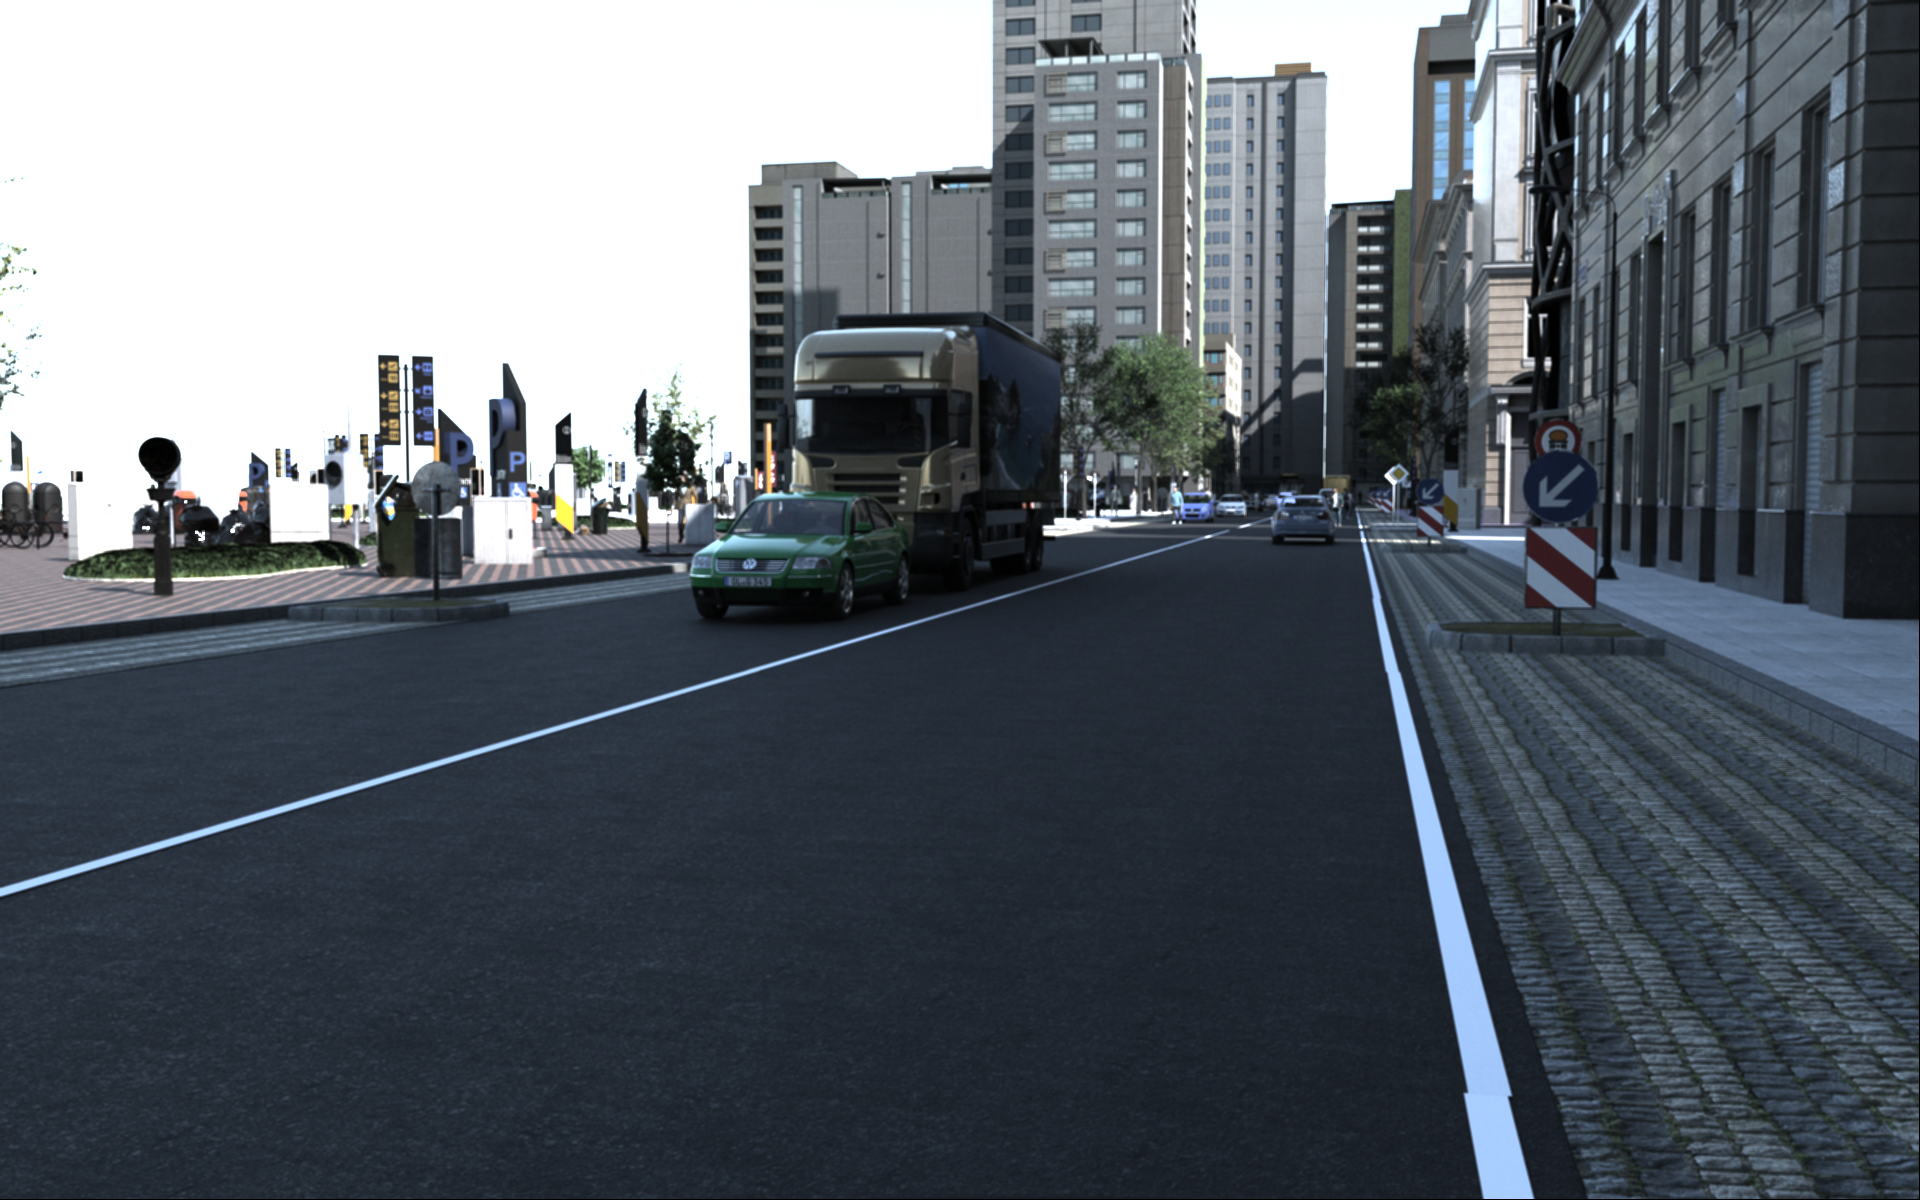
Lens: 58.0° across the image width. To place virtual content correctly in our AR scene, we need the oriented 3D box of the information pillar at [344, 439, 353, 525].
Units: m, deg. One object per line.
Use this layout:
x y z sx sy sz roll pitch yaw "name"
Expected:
-25.108 -4.876 71.084 0.183 3.616 0.504 1 4 22 "information pillar"

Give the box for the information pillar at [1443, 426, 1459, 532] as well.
16.750 -4.139 59.029 0.504 3.616 0.183 1 4 9 "information pillar"

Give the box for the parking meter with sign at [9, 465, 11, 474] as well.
-55.767 -6.475 102.134 0.543 3.016 1.738 -2 4 -25 "parking meter with sign"

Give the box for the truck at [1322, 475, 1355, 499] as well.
38.668 -11.101 177.430 3.469 3.379 9.791 1 4 14 "truck"

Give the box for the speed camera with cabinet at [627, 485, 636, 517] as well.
-18.339 -6.373 98.527 0.660 3.252 2.038 -2 4 -30 "speed camera with cabinet"

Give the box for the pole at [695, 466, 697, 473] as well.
-18.892 -7.959 123.979 0.158 3.312 0.155 0 3 0 "pole"

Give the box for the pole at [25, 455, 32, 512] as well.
-49.204 -5.972 91.491 0.158 3.312 0.155 0 3 0 "pole"

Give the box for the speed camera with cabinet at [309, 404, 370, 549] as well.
-14.074 -2.684 38.211 2.038 3.252 0.660 2 4 30 "speed camera with cabinet"

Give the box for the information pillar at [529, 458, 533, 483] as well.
-28.215 -7.492 113.856 0.183 3.616 0.504 -2 4 -33 "information pillar"

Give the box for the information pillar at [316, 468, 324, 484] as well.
-17.888 -2.699 48.624 0.304 2.012 0.304 -1 4 -18 "information pillar"

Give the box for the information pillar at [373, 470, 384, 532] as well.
-17.729 -2.960 52.885 0.304 2.012 0.304 -2 4 -24 "information pillar"

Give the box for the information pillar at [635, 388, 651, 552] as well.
-6.983 -2.854 38.010 0.183 3.616 0.504 1 4 14 "information pillar"

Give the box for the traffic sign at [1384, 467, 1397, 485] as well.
18.247 -4.318 72.796 0.795 2.593 0.064 1 4 13 "traffic sign"

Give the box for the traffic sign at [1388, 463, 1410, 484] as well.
16.480 -3.842 65.008 0.795 2.593 0.064 1 4 13 "traffic sign"

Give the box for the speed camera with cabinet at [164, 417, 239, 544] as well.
-19.452 -3.060 44.367 2.038 3.252 0.660 2 4 23 "speed camera with cabinet"

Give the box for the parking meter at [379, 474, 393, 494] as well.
-16.457 -2.693 49.744 0.255 1.863 0.399 1 4 12 "parking meter"

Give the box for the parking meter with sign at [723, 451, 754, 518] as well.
-8.742 -4.527 70.279 1.738 3.016 0.543 -3 5 -43 "parking meter with sign"

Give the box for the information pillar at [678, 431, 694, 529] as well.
-10.187 -4.491 64.783 0.504 3.616 0.183 -3 5 -39 "information pillar"

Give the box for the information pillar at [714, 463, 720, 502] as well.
-18.568 -8.637 132.568 0.504 3.616 0.183 2 4 34 "information pillar"

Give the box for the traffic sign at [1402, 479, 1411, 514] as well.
28.795 -6.700 111.680 0.606 2.300 0.079 1 4 17 "traffic sign"

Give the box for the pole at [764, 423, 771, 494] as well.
-5.562 -3.441 50.106 0.158 3.312 0.155 0 3 0 "pole"

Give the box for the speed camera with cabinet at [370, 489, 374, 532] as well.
-19.272 -3.819 56.777 0.660 3.252 2.038 3 4 37 "speed camera with cabinet"

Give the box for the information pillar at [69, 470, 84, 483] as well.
-26.722 -2.934 52.464 0.304 2.012 0.304 3 4 38 "information pillar"

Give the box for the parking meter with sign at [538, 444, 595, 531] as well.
-13.774 -3.936 60.622 1.738 3.016 0.543 -1 4 -14 "parking meter with sign"

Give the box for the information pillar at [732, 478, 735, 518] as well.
-10.456 -4.695 81.250 0.304 2.012 0.304 2 4 33 "information pillar"

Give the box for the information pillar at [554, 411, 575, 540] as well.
-11.092 -3.499 48.561 0.504 3.616 0.183 -1 4 -21 "information pillar"

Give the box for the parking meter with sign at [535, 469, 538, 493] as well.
-30.341 -7.741 122.819 1.738 3.016 0.543 3 5 44 "parking meter with sign"

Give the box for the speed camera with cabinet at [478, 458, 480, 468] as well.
-26.797 -6.183 95.431 0.660 3.252 2.038 -2 4 -27 "speed camera with cabinet"

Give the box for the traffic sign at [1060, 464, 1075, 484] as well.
4.104 -4.015 67.828 0.795 2.593 0.064 1 4 13 "traffic sign"

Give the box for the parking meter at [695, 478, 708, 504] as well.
-8.218 -3.015 55.009 0.399 1.863 0.255 1 4 18 "parking meter"

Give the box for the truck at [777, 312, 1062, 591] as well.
-0.317 -2.460 29.127 2.839 4.237 11.283 1 4 12 "truck"

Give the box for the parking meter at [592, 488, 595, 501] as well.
-32.398 -8.982 152.571 0.399 1.863 0.255 -2 4 -31 "parking meter"

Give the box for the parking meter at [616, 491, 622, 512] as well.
-23.918 -6.914 121.456 0.372 1.533 0.369 0 3 0 "parking meter"

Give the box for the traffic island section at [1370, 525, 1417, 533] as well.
16.504 -2.618 65.086 2.009 0.180 2.903 1 4 13 "traffic island section"

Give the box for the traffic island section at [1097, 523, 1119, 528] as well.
5.847 -3.267 75.688 2.009 0.180 2.903 1 4 13 "traffic island section"

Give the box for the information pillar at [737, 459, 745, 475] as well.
-14.524 -7.551 114.814 0.504 3.616 0.183 1 4 15 "information pillar"

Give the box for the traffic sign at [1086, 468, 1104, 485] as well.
5.871 -4.491 75.616 0.795 2.593 0.064 1 4 13 "traffic sign"

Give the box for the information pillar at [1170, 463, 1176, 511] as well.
15.804 -8.380 128.372 0.183 3.616 0.504 -2 4 -35 "information pillar"

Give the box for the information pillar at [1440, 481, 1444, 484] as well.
27.422 -5.773 98.885 0.304 2.012 0.304 1 4 9 "information pillar"

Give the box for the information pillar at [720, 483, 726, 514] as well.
-15.482 -6.649 113.195 0.304 2.012 0.304 3 5 40 "information pillar"

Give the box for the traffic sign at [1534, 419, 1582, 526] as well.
10.134 -1.792 29.405 0.768 2.556 0.104 1 4 15 "traffic sign"

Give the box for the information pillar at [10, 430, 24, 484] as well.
-34.340 -4.388 63.092 0.504 3.616 0.183 1 4 14 "information pillar"

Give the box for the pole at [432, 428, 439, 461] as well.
-16.238 -3.661 53.706 0.158 3.312 0.155 0 3 0 "pole"

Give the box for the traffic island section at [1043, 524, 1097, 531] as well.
4.079 -2.790 67.900 2.009 0.180 2.903 1 4 13 "traffic island section"

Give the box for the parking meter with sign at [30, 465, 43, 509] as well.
-56.131 -6.642 104.865 1.738 3.016 0.543 3 5 42 "parking meter with sign"

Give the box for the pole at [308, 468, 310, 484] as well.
-50.672 -8.631 134.953 0.158 3.312 0.155 0 3 0 "pole"

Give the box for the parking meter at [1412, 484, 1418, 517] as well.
25.516 -5.586 97.034 0.255 1.863 0.399 2 4 30 "parking meter"

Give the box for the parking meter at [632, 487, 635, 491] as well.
-28.820 -8.999 152.848 0.255 1.863 0.399 -1 4 -23 "parking meter"

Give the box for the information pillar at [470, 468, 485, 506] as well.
-13.752 -2.748 49.427 0.304 2.012 0.304 1 4 12 "information pillar"

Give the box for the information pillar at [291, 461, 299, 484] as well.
-46.682 -7.967 121.623 0.504 3.616 0.183 -1 4 -13 "information pillar"

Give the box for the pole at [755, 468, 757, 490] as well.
-16.117 -8.752 136.937 0.158 3.312 0.155 0 3 0 "pole"
